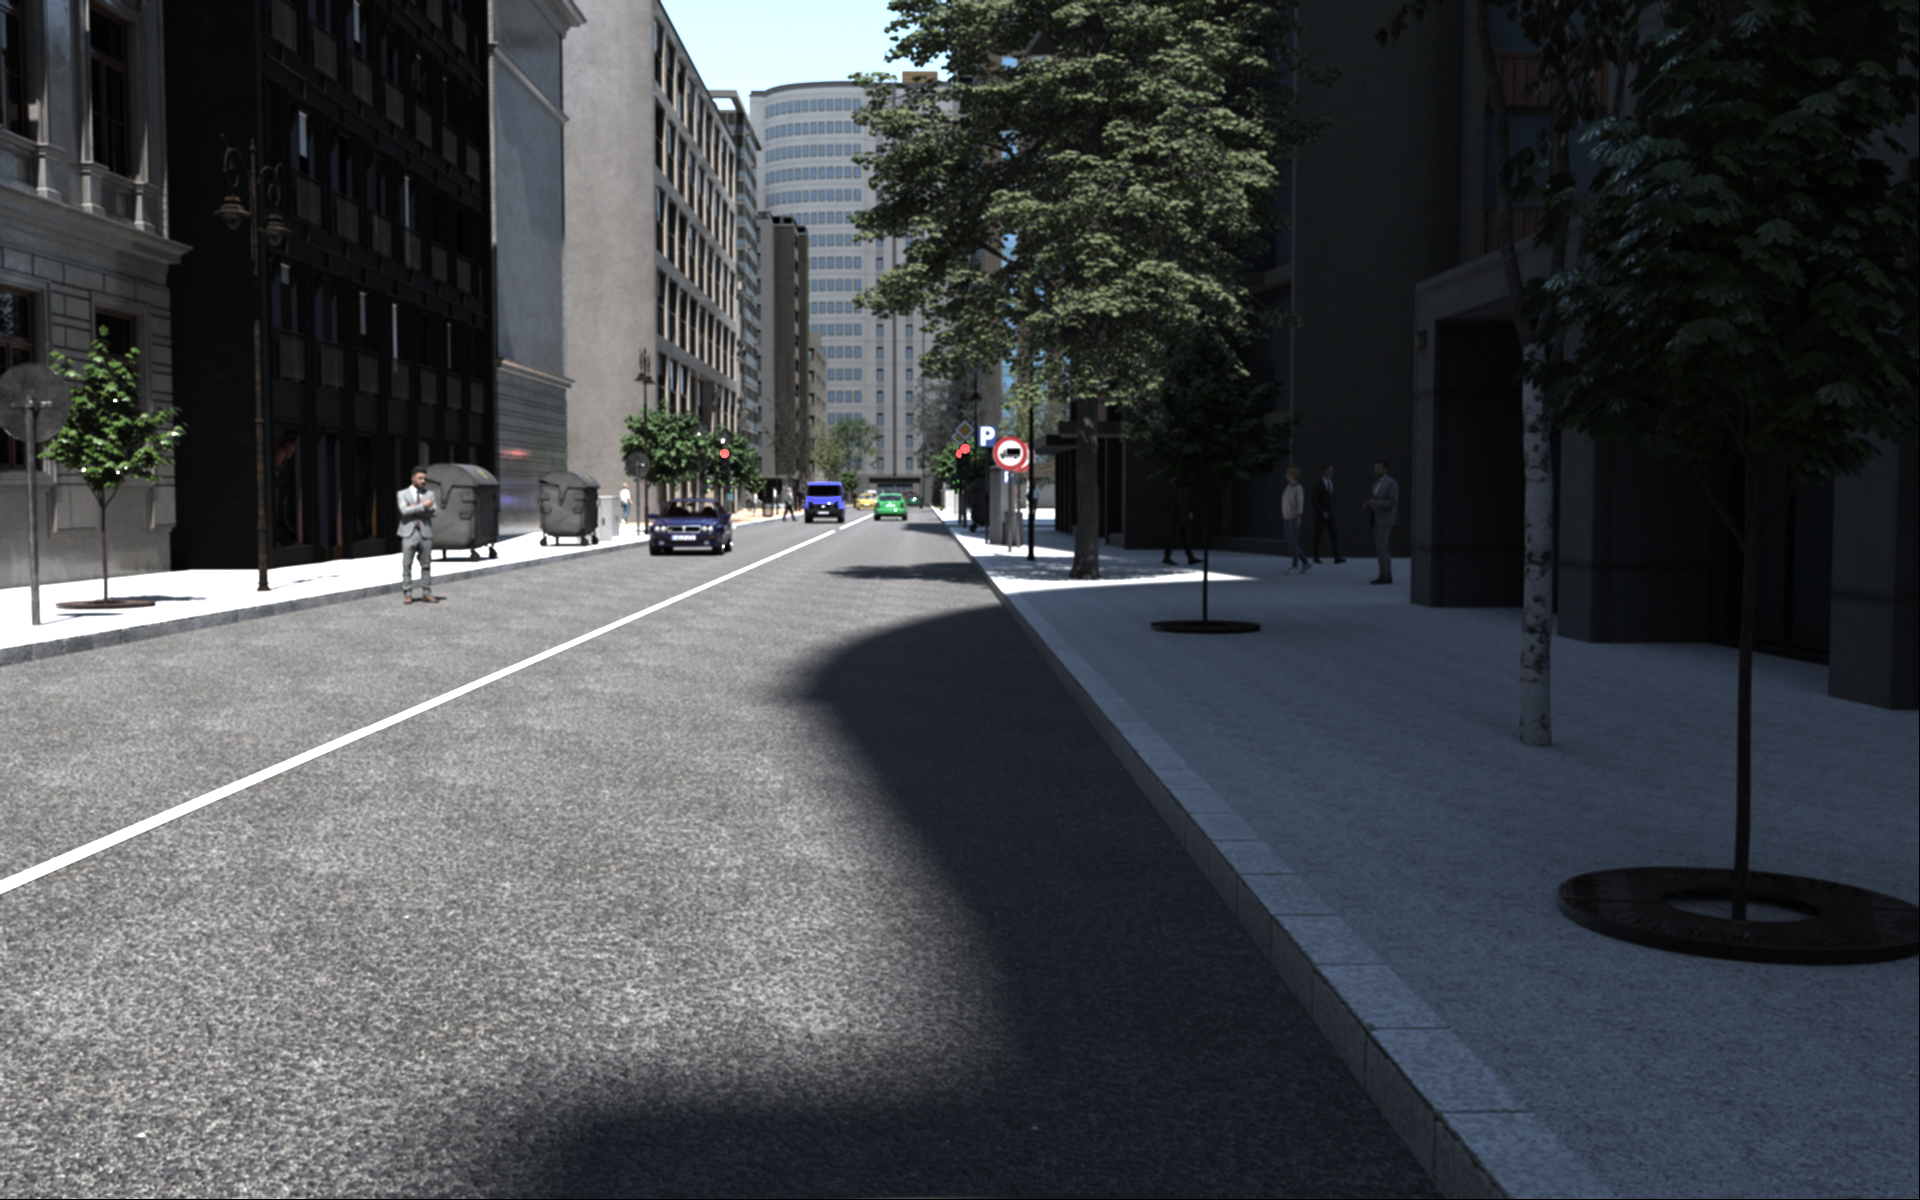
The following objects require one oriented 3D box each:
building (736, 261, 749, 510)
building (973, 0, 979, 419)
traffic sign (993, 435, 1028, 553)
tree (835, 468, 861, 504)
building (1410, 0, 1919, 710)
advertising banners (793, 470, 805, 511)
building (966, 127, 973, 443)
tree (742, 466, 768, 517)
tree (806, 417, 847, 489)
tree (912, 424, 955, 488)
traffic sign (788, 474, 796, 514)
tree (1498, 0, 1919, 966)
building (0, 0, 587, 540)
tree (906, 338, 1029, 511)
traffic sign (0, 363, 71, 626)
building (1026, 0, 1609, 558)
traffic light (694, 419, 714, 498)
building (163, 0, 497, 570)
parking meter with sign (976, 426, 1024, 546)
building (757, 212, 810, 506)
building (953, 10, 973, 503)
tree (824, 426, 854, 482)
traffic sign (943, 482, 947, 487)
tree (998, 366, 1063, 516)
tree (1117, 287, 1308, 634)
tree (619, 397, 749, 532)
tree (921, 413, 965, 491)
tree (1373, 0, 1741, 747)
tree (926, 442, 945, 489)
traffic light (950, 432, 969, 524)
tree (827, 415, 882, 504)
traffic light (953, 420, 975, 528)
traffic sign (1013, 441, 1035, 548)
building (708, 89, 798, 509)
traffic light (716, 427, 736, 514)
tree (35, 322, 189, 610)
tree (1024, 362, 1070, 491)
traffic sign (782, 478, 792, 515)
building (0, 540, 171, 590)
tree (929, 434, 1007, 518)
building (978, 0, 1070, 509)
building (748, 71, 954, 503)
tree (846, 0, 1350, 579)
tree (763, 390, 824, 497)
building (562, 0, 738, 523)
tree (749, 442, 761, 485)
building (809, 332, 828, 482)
[{"bbox_3d":[-22.899,-18.825,126.871,14.460,24.649,34.723,0,4,-1],"label":"building"},{"bbox_3d":[11.827,-38.794,176.273,21.231,58.520,28.212,0,4,-1],"label":"building"},{"bbox_3d":[1.092,-2.300,37.706,0.768,2.556,0.104,0,4,0],"label":"traffic sign"},{"bbox_3d":[-14.021,-14.113,214.454,4.285,4.588,4.351,0,3,0],"label":"tree"},{"bbox_3d":[15.732,-34.857,8.165,20.563,71.187,20.611,0,4,-1],"label":"building"},{"bbox_3d":[-11.891,-8.078,128.256,0.090,3.025,2.074,-2,4,-29],"label":"advertising banners"},{"bbox_3d":[12.078,-35.865,205.993,23.786,49.044,30.456,0,4,-1],"label":"building"},{"bbox_3d":[-11.870,-6.360,98.594,1.663,3.219,1.824,0,3,0],"label":"tree"},{"bbox_3d":[-12.505,-13.056,163.834,4.737,8.622,4.395,0,3,0],"label":"tree"},{"bbox_3d":[-2.190,-17.845,226.173,8.767,10.594,7.601,0,4,6],"label":"tree"},{"bbox_3d":[-11.173,-6.950,113.630,0.884,2.594,0.081,0,4,8],"label":"traffic sign"},{"bbox_3d":[2.485,-0.644,5.131,1.663,3.219,1.824,0,3,0],"label":"tree"},{"bbox_3d":[-23.698,-13.448,56.026,21.152,22.565,11.583,0,4,-1],"label":"building"},{"bbox_3d":[0.233,-13.722,134.729,12.009,13.543,11.850,0,3,0],"label":"tree"},{"bbox_3d":[-9.020,-1.023,16.832,0.768,2.556,0.104,0,4,1],"label":"traffic sign"},{"bbox_3d":[13.236,-24.013,47.240,22.147,44.769,28.867,0,4,-1],"label":"building"},{"bbox_3d":[-9.691,-4.657,65.067,0.839,4.253,0.868,0,4,-1],"label":"traffic light"},{"bbox_3d":[-18.042,-12.642,36.381,12.332,23.373,15.834,0,4,-1],"label":"building"},{"bbox_3d":[1.046,-2.887,43.461,0.543,3.016,1.738,-2,4,-26],"label":"parking meter with sign"},{"bbox_3d":[-23.020,-24.909,178.964,14.160,30.474,14.107,0,4,-1],"label":"building"},{"bbox_3d":[9.312,-49.270,243.823,20.611,71.187,20.563,0,4,-1],"label":"building"},{"bbox_3d":[-13.619,-14.453,186.672,4.360,8.622,3.978,0,3,0],"label":"tree"},{"bbox_3d":[-1.092,-8.567,142.208,0.606,2.300,0.079,0,4,6],"label":"traffic sign"},{"bbox_3d":[3.947,-9.160,100.122,4.737,8.622,4.395,0,3,0],"label":"tree"},{"bbox_3d":[2.204,-1.323,16.235,1.663,3.219,1.824,0,3,0],"label":"tree"},{"bbox_3d":[-10.006,-4.570,58.438,4.285,4.588,4.351,0,3,0],"label":"tree"},{"bbox_3d":[-1.157,-12.401,153.125,4.360,8.622,3.978,0,3,0],"label":"tree"},{"bbox_3d":[2.990,-3.548,8.380,4.360,8.622,3.978,0,3,0],"label":"tree"},{"bbox_3d":[-2.203,-16.167,214.695,4.737,8.622,4.395,0,3,0],"label":"tree"},{"bbox_3d":[-0.014,-5.160,73.288,0.839,4.253,0.868,0,4,-1],"label":"traffic light"},{"bbox_3d":[-13.969,-18.326,225.392,9.928,11.665,9.643,0,3,0],"label":"tree"},{"bbox_3d":[0.167,-4.672,65.305,0.839,4.253,0.868,0,4,-1],"label":"traffic light"},{"bbox_3d":[1.394,-2.502,41.018,0.768,2.556,0.104,0,4,3],"label":"traffic sign"},{"bbox_3d":[-31.542,-28.598,159.454,32.217,40.220,23.993,0,4,-1],"label":"building"},{"bbox_3d":[-9.872,-5.146,73.050,0.839,4.253,0.868,0,4,-1],"label":"traffic light"},{"bbox_3d":[-9.589,-1.532,19.642,1.663,3.219,1.824,0,3,0],"label":"tree"},{"bbox_3d":[5.682,-8.762,93.623,4.360,8.622,3.978,0,3,0],"label":"tree"},{"bbox_3d":[-10.829,-6.504,108.476,0.606,2.300,0.079,0,4,3],"label":"traffic sign"},{"bbox_3d":[-17.700,-11.119,17.950,11.583,22.565,21.152,0,4,-1],"label":"building"},{"bbox_3d":[0.054,-6.786,94.668,4.285,4.588,4.351,0,3,0],"label":"tree"},{"bbox_3d":[8.794,-30.907,155.435,14.600,45.320,14.200,0,4,-1],"label":"building"},{"bbox_3d":[-15.110,-42.960,244.399,28.212,58.520,21.231,0,4,-1],"label":"building"},{"bbox_3d":[1.931,-6.626,26.467,7.486,12.596,7.792,0,3,0],"label":"tree"},{"bbox_3d":[-11.869,-10.487,121.831,4.360,8.622,3.978,0,3,0],"label":"tree"},{"bbox_3d":[-23.347,-17.609,92.425,19.350,26.468,34.151,0,4,-1],"label":"building"},{"bbox_3d":[-10.713,-5.761,77.908,4.285,4.588,4.351,0,3,0],"label":"tree"},{"bbox_3d":[-31.035,-22.120,206.703,28.899,21.520,27.650,0,4,-1],"label":"building"}]
